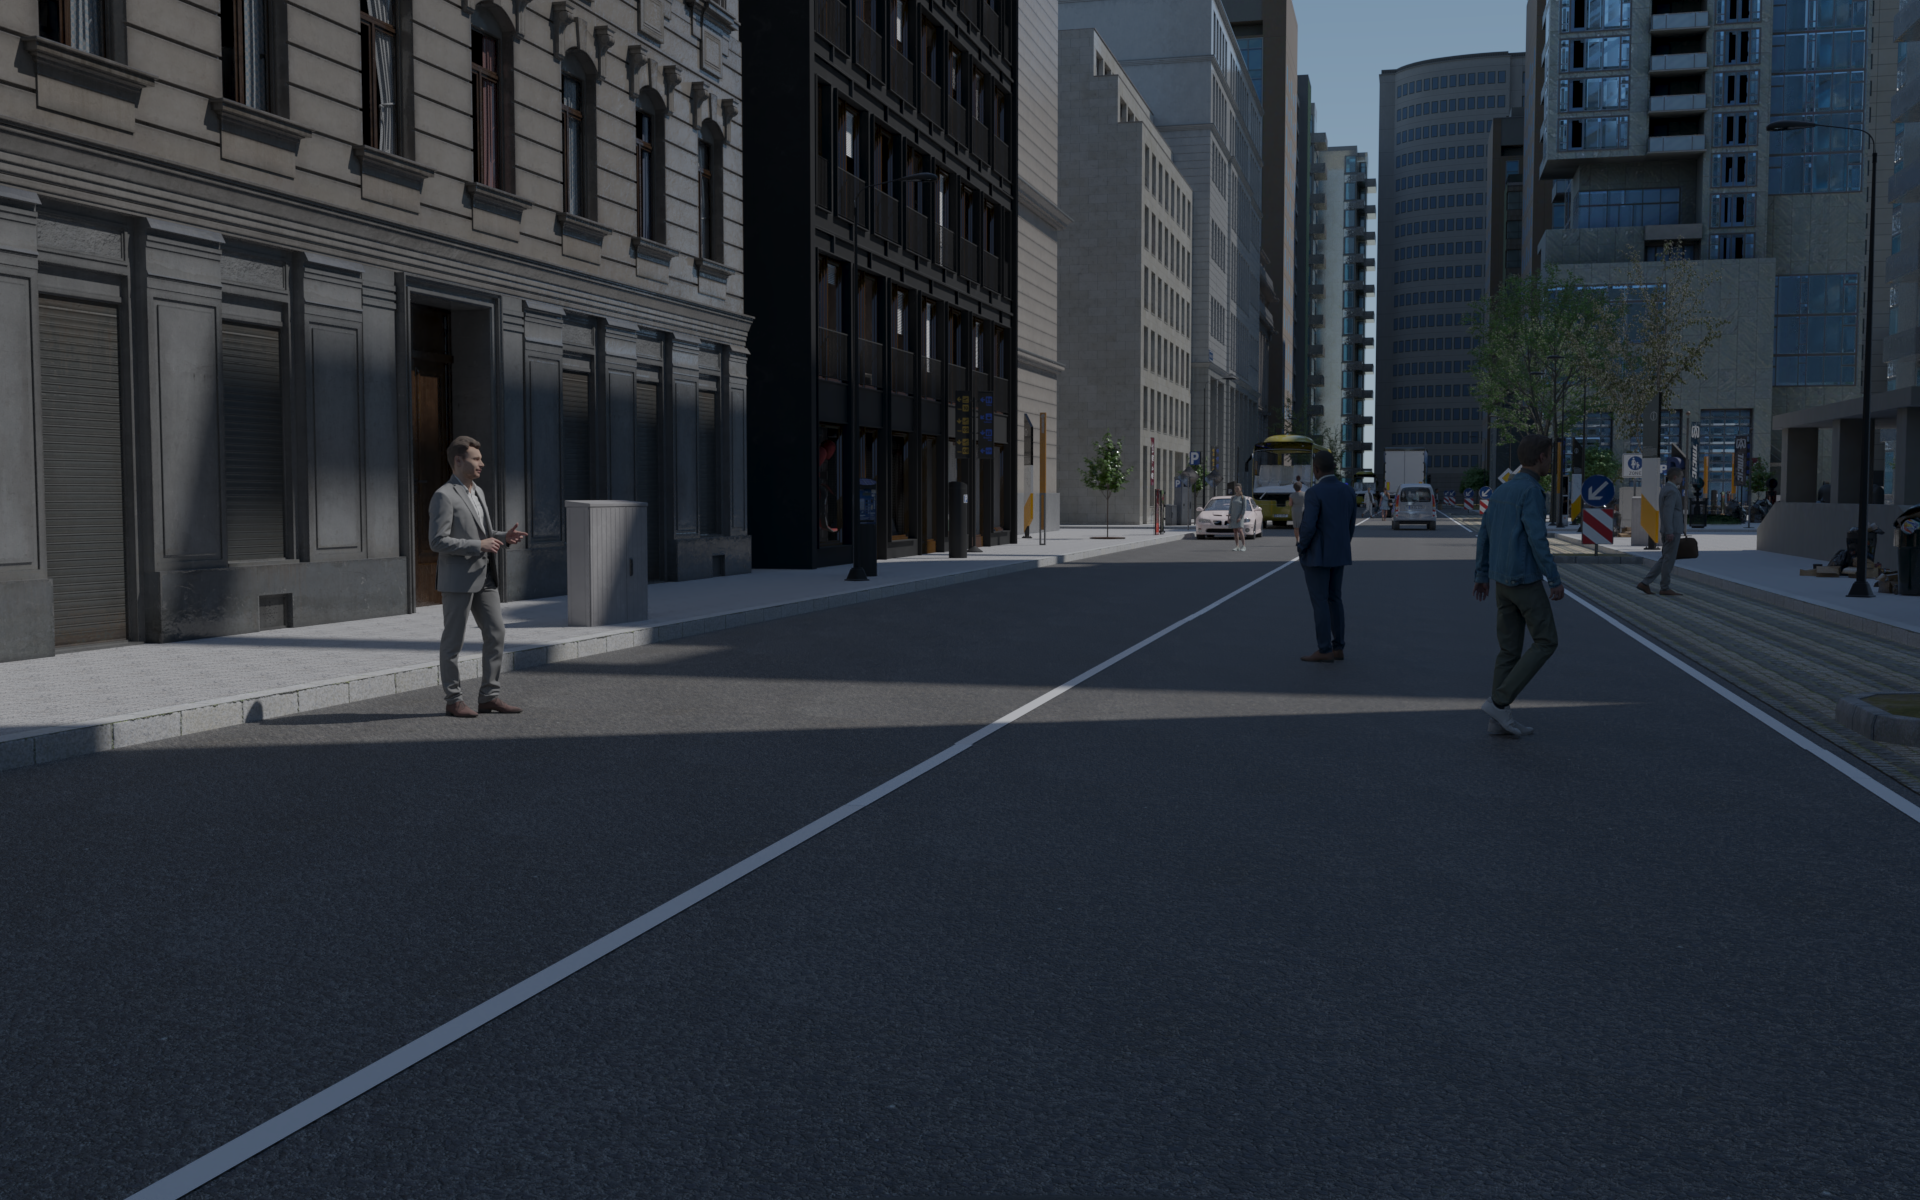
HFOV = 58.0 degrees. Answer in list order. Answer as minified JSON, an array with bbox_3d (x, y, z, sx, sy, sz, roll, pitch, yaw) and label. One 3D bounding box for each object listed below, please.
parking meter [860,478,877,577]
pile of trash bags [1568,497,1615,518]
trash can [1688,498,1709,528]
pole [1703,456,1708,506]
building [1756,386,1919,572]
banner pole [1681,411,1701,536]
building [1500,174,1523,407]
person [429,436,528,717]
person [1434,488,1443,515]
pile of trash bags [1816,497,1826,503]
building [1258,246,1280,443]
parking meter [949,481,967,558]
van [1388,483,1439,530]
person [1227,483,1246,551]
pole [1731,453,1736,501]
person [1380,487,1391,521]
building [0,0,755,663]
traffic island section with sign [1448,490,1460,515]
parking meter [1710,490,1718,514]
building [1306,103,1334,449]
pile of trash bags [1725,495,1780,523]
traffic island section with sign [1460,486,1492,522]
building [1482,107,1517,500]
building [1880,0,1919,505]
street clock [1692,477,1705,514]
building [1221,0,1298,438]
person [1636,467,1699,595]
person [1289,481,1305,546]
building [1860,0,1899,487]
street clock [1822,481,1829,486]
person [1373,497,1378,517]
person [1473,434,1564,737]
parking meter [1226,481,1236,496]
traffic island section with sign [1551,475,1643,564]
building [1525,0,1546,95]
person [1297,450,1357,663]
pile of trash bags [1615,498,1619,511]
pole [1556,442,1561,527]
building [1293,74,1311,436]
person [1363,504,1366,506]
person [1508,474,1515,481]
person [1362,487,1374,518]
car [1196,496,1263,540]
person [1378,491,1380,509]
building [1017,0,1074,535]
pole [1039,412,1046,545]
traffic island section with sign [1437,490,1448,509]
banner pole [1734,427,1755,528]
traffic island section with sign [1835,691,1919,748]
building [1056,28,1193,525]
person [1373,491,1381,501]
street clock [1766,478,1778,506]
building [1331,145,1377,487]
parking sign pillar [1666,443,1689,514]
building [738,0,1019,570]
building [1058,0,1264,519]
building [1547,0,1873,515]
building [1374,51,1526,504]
[{"bbox_3d":[-1.480,-1.137,27.005,0.372,1.533,0.369,0,3,0],"label":"parking meter"},{"bbox_3d":[33.702,-5.121,93.474,1.912,1.369,3.447,0,4,5],"label":"pile of trash bags"},{"bbox_3d":[27.678,-3.259,64.932,0.748,1.137,0.748,0,3,0],"label":"trash can"},{"bbox_3d":[40.401,-6.117,93.863,0.158,3.312,0.155,0,3,0],"label":"pole"},{"bbox_3d":[32.172,-20.551,27.887,32.217,40.220,23.993,1,4,15],"label":"building"},{"bbox_3d":[22.223,-3.830,52.629,0.863,3.779,0.401,-2,4,-33],"label":"banner pole"},{"bbox_3d":[56.346,-23.566,157.008,14.160,30.474,14.107,1,4,15],"label":"building"},{"bbox_3d":[-3.097,-0.149,11.142,0.583,1.804,0.606,1,4,11],"label":"person"},{"bbox_3d":[32.061,-6.608,116.517,0.794,1.824,0.713,-1,4,-23],"label":"person"},{"bbox_3d":[49.742,-5.295,96.319,1.912,1.369,3.447,-3,5,-45],"label":"pile of trash bags"},{"bbox_3d":[16.207,-17.598,129.524,13.314,21.916,24.055,1,4,15],"label":"building"},{"bbox_3d":[-0.042,-1.607,34.690,0.372,1.533,0.369,0,3,0],"label":"parking meter"},{"bbox_3d":[18.302,-3.844,69.868,2.013,2.044,4.112,1,4,13],"label":"van"},{"bbox_3d":[7.017,-2.092,43.712,0.512,1.701,0.522,2,4,32],"label":"person"},{"bbox_3d":[38.662,-5.669,86.534,0.158,3.312,0.155,0,3,0],"label":"pole"},{"bbox_3d":[22.546,-5.088,91.776,0.616,1.811,0.778,1,4,18],"label":"person"},{"bbox_3d":[-10.160,-10.449,19.997,9.793,20.994,18.267,1,4,15],"label":"building"},{"bbox_3d":[34.120,-6.605,116.619,1.989,1.847,2.006,1,4,15],"label":"traffic island section with sign"},{"bbox_3d":[45.398,-5.863,104.265,0.372,1.533,0.369,0,3,0],"label":"parking meter"},{"bbox_3d":[27.524,-35.804,205.001,30.456,49.044,23.786,1,4,15],"label":"building"},{"bbox_3d":[35.815,-4.133,77.324,1.912,1.369,3.447,-3,5,-40],"label":"pile of trash bags"},{"bbox_3d":[27.181,-4.979,90.032,1.989,1.847,2.006,1,4,15],"label":"traffic island section with sign"},{"bbox_3d":[68.098,-33.639,200.102,14.600,45.320,14.200,1,4,15],"label":"building"},{"bbox_3d":[55.418,-27.627,71.314,30.456,49.044,23.786,1,4,15],"label":"building"},{"bbox_3d":[34.529,-4.676,81.015,0.358,2.002,0.471,-3,5,-43],"label":"street clock"},{"bbox_3d":[21.856,-30.670,151.568,14.600,45.320,14.200,1,4,15],"label":"building"},{"bbox_3d":[10.002,-0.963,24.365,0.853,1.813,0.709,1,4,9],"label":"person"},{"bbox_3d":[9.406,-2.376,47.700,0.716,1.782,0.532,0,4,4],"label":"person"},{"bbox_3d":[90.294,-46.020,190.675,20.611,71.187,20.563,1,4,15],"label":"building"},{"bbox_3d":[47.431,-5.525,94.900,0.358,2.002,0.471,1,4,10],"label":"street clock"},{"bbox_3d":[25.828,-5.774,107.594,0.332,1.250,0.352,-1,4,-13],"label":"person"},{"bbox_3d":[3.272,-0.084,10.215,0.444,1.785,0.601,0,4,-6],"label":"person"},{"bbox_3d":[12.224,-4.423,78.030,0.399,1.863,0.255,3,5,42],"label":"parking meter"},{"bbox_3d":[13.153,-1.690,36.261,1.989,1.847,2.006,1,4,15],"label":"traffic island section with sign"},{"bbox_3d":[53.760,-30.091,142.101,14.600,45.320,14.200,1,4,15],"label":"building"},{"bbox_3d":[3.142,-0.374,14.799,0.721,1.800,0.419,-3,5,-42],"label":"person"},{"bbox_3d":[36.607,-5.428,98.493,1.912,1.369,3.447,1,4,22],"label":"pile of trash bags"},{"bbox_3d":[23.609,-4.547,68.182,0.158,3.312,0.155,0,3,0],"label":"pole"},{"bbox_3d":[25.837,-29.488,165.720,14.154,41.232,14.086,1,4,15],"label":"building"},{"bbox_3d":[47.756,-11.910,204.171,0.436,1.711,0.756,-1,4,-17],"label":"person"},{"bbox_3d":[11.194,-1.626,34.959,0.514,1.842,0.818,-2,4,-28],"label":"person"},{"bbox_3d":[24.065,-5.734,102.132,0.514,1.842,0.818,-3,5,-42],"label":"person"},{"bbox_3d":[8.769,-2.679,56.160,2.083,1.381,4.827,1,4,14],"label":"car"},{"bbox_3d":[39.347,-9.376,162.620,0.721,1.723,1.217,0,4,-5],"label":"person"},{"bbox_3d":[-8.839,-16.466,56.608,23.554,28.519,14.401,1,4,15],"label":"building"},{"bbox_3d":[2.075,-3.028,43.357,0.158,3.312,0.155,0,3,0],"label":"pole"},{"bbox_3d":[46.666,-9.546,164.697,1.989,1.847,2.006,1,4,15],"label":"traffic island section with sign"},{"bbox_3d":[29.603,-4.609,65.376,0.401,3.779,0.863,-3,4,-38],"label":"banner pole"},{"bbox_3d":[6.346,-0.093,10.149,1.989,1.847,2.006,1,4,15],"label":"traffic island section with sign"},{"bbox_3d":[4.518,-13.797,80.333,10.420,20.320,16.860,1,4,15],"label":"building"},{"bbox_3d":[38.676,-9.287,161.064,1.217,1.735,0.721,-2,4,-27],"label":"person"},{"bbox_3d":[37.209,-4.579,79.438,0.471,2.002,0.358,-1,4,-9],"label":"street clock"},{"bbox_3d":[41.409,-37.843,238.340,30.456,49.044,23.786,1,4,15],"label":"building"},{"bbox_3d":[37.468,-6.238,90.456,1.447,3.967,1.447,-1,4,-13],"label":"parking sign pillar"},{"bbox_3d":[-6.462,-12.732,37.843,12.332,23.373,15.834,1,4,15],"label":"building"},{"bbox_3d":[11.033,-19.875,102.446,11.434,29.767,29.804,1,4,15],"label":"building"},{"bbox_3d":[49.357,-49.293,118.606,22.319,86.520,31.000,1,4,15],"label":"building"},{"bbox_3d":[69.579,-42.020,229.033,28.212,58.520,21.231,1,4,15],"label":"building"}]
